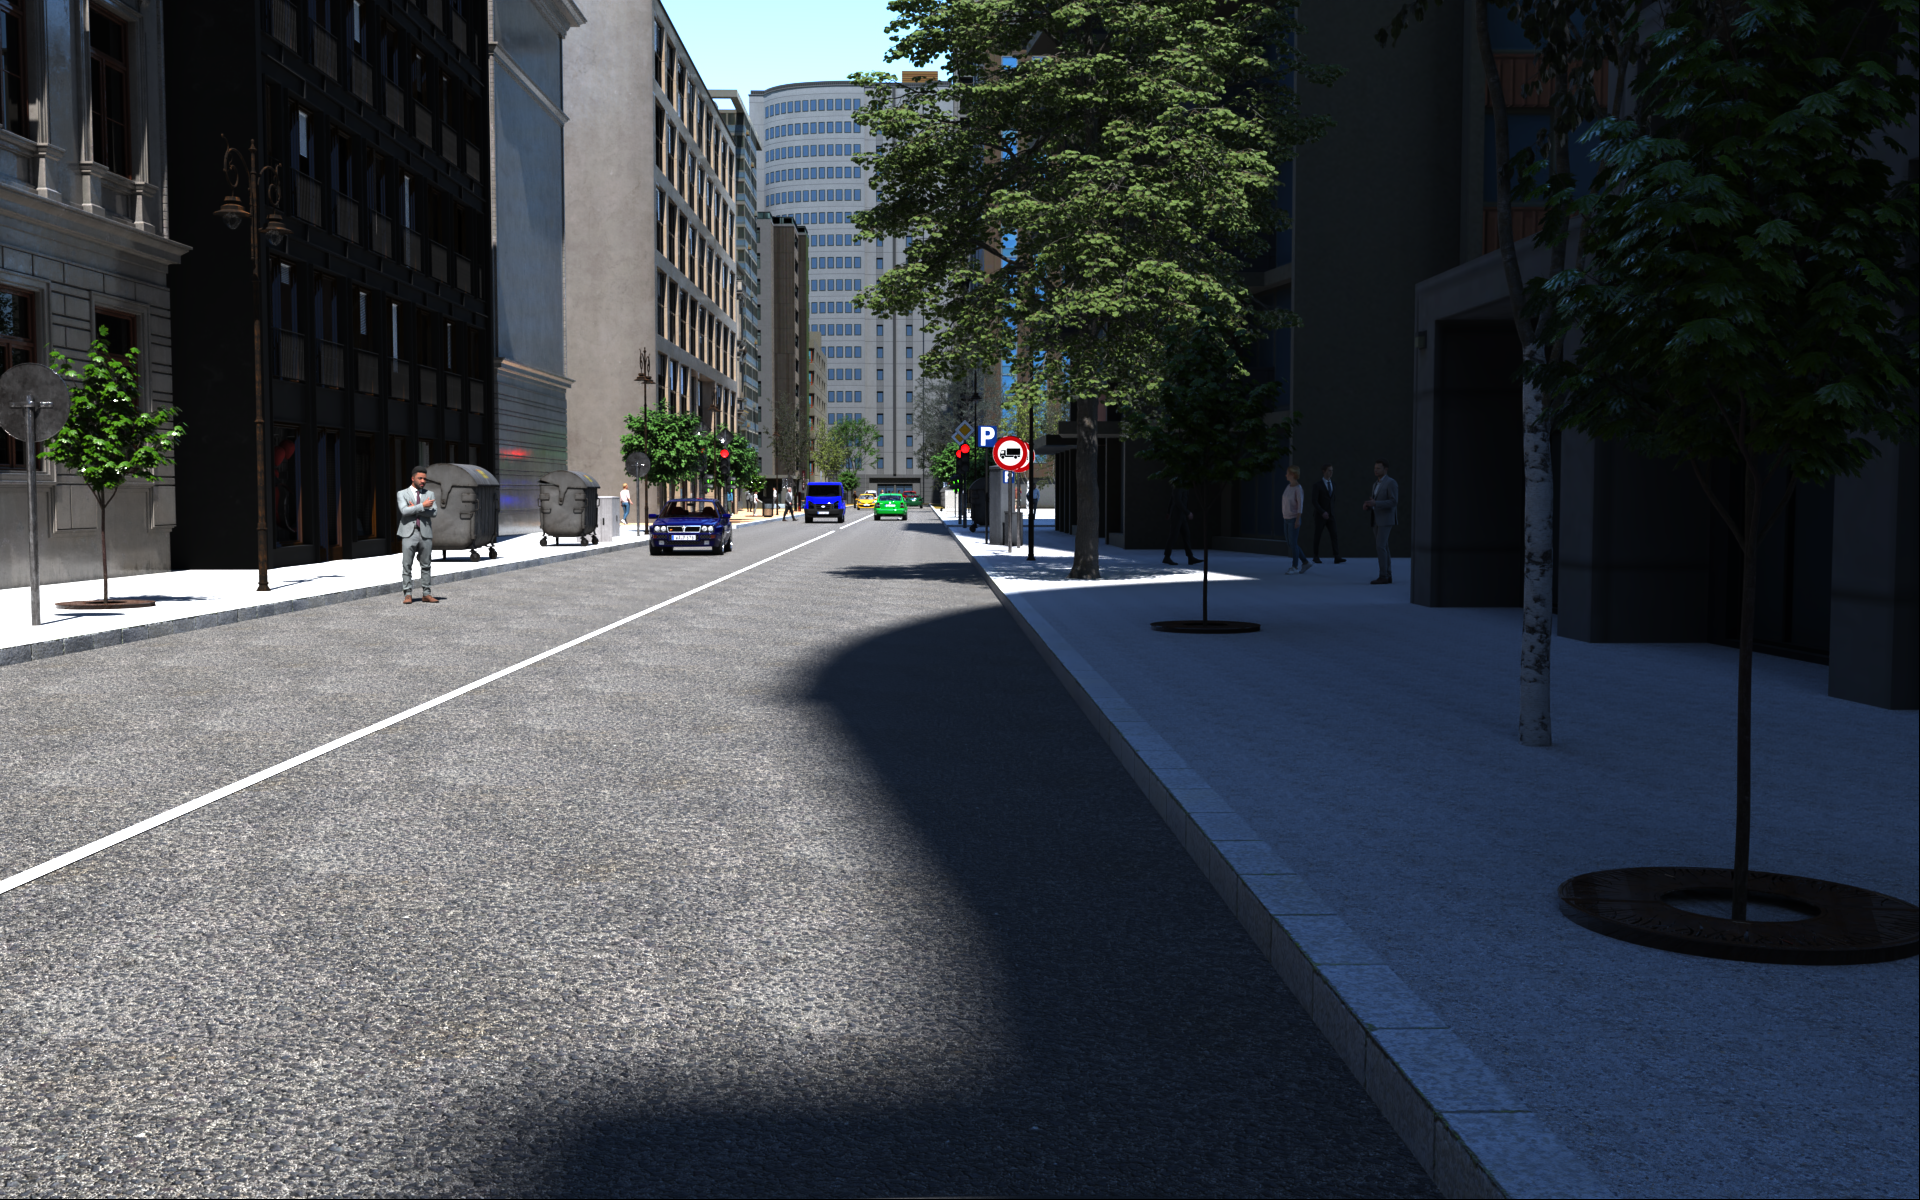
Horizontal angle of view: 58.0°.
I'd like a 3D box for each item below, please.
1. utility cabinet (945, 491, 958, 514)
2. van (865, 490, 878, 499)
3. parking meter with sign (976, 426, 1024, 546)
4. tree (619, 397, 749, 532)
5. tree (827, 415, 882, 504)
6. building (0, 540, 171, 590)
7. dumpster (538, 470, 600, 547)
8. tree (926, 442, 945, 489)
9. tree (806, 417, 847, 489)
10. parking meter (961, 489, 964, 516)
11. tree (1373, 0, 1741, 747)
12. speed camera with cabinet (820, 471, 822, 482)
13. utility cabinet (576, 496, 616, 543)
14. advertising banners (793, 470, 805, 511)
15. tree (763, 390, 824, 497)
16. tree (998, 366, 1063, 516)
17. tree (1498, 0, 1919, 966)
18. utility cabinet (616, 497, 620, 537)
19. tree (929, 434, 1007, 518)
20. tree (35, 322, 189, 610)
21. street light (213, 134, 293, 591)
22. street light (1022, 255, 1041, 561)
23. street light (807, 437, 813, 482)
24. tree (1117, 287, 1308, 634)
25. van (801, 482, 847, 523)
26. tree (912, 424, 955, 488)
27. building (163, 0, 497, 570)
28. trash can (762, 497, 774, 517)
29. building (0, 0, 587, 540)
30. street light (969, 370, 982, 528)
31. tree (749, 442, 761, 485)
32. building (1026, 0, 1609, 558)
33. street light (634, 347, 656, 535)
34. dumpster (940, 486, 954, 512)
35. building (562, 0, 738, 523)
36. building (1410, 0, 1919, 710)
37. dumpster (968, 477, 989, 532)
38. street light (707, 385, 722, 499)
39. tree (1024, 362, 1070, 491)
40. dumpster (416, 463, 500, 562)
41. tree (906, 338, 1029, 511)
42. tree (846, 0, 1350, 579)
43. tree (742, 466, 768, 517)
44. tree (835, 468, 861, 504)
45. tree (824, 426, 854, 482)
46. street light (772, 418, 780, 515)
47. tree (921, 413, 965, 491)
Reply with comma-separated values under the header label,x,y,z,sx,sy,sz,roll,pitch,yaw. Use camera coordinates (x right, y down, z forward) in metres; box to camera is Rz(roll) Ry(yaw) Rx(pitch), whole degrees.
label,x,y,z,sx,sy,sz,roll,pitch,yaw
utility cabinet,-0.348,-6.070,107.925,1.173,1.500,0.318,0,4,-3
van,-10.048,-11.493,194.918,2.013,2.044,4.112,0,4,-1
parking meter with sign,1.046,-2.887,43.461,0.543,3.016,1.738,-2,4,-26
tree,-10.006,-4.570,58.438,4.285,4.588,4.351,0,3,0
tree,-13.969,-18.326,225.392,9.928,11.665,9.643,0,3,0
building,-17.700,-11.119,17.950,11.583,22.565,21.152,0,4,-1
dumpster,-9.692,-2.272,42.903,1.264,1.857,1.865,0,4,-1
tree,-2.203,-16.167,214.695,4.737,8.622,4.395,0,3,0
tree,-12.505,-13.056,163.834,4.737,8.622,4.395,0,3,0
parking meter,0.155,-5.949,102.972,0.399,1.863,0.255,-3,5,-39
tree,2.990,-3.548,8.380,4.360,8.622,3.978,0,3,0
speed camera with cabinet,-11.812,-9.386,147.789,0.660,3.252,2.038,0,4,7
utility cabinet,-9.711,-2.132,46.014,0.306,1.237,1.020,3,4,39
advertising banners,-11.891,-8.078,128.256,0.090,3.025,2.074,-2,4,-29
tree,-11.869,-10.487,121.831,4.360,8.622,3.978,0,3,0
tree,3.947,-9.160,100.122,4.737,8.622,4.395,0,3,0
tree,2.485,-0.644,5.131,1.663,3.219,1.824,0,3,0
utility cabinet,-10.444,-2.483,51.758,0.306,1.237,1.020,0,4,6
tree,0.054,-6.786,94.668,4.285,4.588,4.351,0,3,0
tree,-9.589,-1.532,19.642,1.663,3.219,1.824,0,3,0
street light,-9.214,-3.055,22.736,0.468,5.910,1.993,0,4,-1
street light,1.375,-3.703,33.329,0.468,5.910,1.993,0,4,-1
street light,-11.886,-10.028,136.741,0.468,5.910,1.993,0,4,-1
tree,2.204,-1.323,16.235,1.663,3.219,1.824,0,3,0
van,-6.772,-5.049,86.934,2.240,2.365,5.245,0,4,-2
tree,-2.190,-17.845,226.173,8.767,10.594,7.601,0,4,6
building,-18.042,-12.642,36.381,12.332,23.373,15.834,0,4,-1
trash can,-10.634,-5.148,95.830,0.748,1.137,0.748,0,3,0
building,-23.698,-13.448,56.026,21.152,22.565,11.583,0,4,-1
street light,0.581,-5.637,64.950,0.468,5.910,1.993,0,4,-1
tree,-10.713,-5.761,77.908,4.285,4.588,4.351,0,3,0
building,13.236,-24.013,47.240,22.147,44.769,28.867,0,4,-1
street light,-9.914,-5.007,54.644,0.468,5.910,1.993,0,4,-1
dumpster,-0.860,-7.414,126.976,1.264,1.857,1.865,0,4,-1
building,-23.347,-17.609,92.425,19.350,26.468,34.151,0,4,-1
building,15.732,-34.857,8.165,20.563,71.187,20.611,0,4,-1
dumpster,0.935,-3.233,58.619,1.264,1.857,1.865,0,4,-1
street light,-10.398,-6.159,73.495,0.468,5.910,1.993,0,4,-1
tree,5.682,-8.762,93.623,4.360,8.622,3.978,0,3,0
dumpster,-9.642,-1.677,33.179,1.264,1.857,1.865,0,4,-1
tree,0.233,-13.722,134.729,12.009,13.543,11.850,0,3,0
tree,1.931,-6.626,26.467,7.486,12.596,7.792,0,3,0
tree,-11.870,-6.360,98.594,1.663,3.219,1.824,0,3,0
tree,-14.021,-14.113,214.454,4.285,4.588,4.351,0,3,0
tree,-13.619,-14.453,186.672,4.360,8.622,3.978,0,3,0
street light,-11.106,-8.094,105.119,0.468,5.910,1.993,0,4,-1
tree,-1.157,-12.401,153.125,4.360,8.622,3.978,0,3,0
